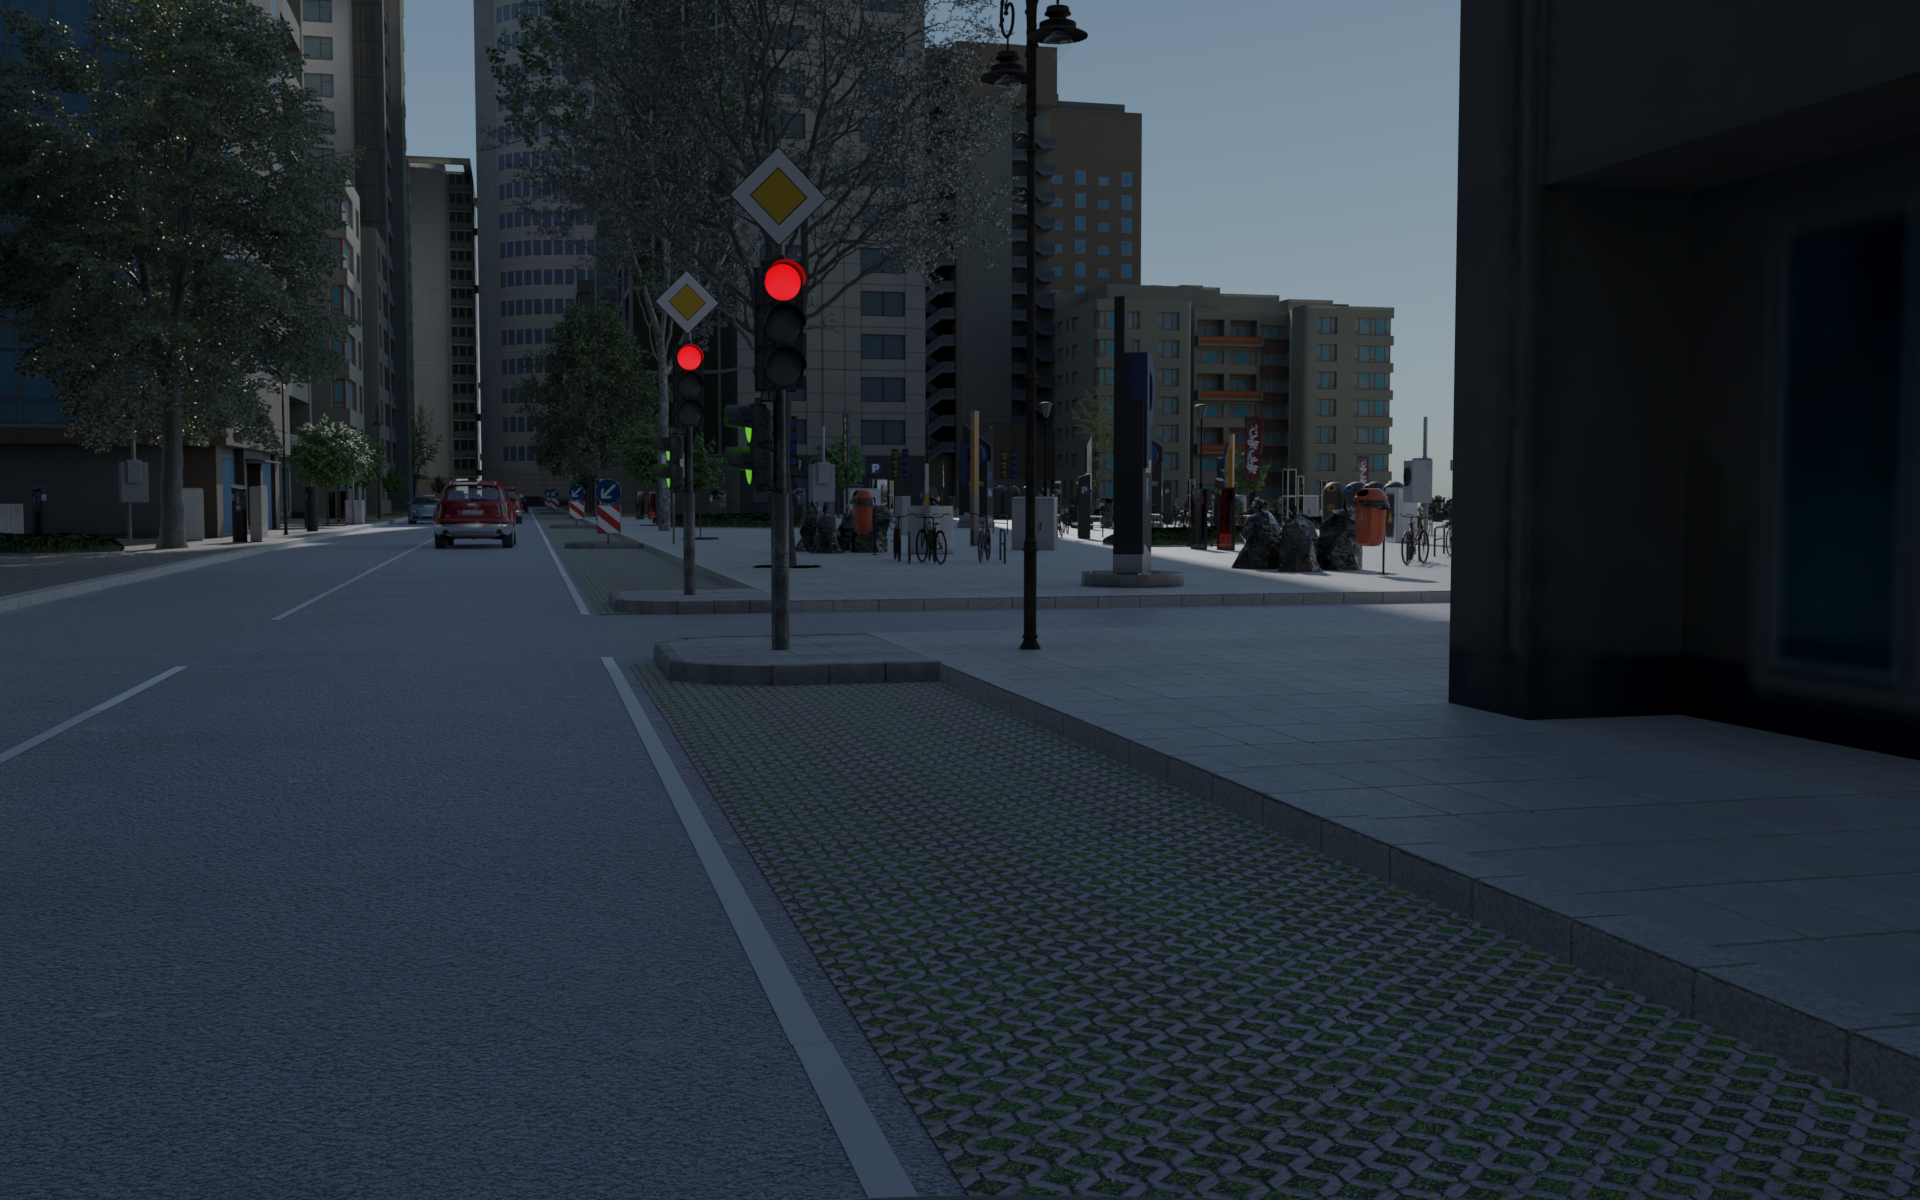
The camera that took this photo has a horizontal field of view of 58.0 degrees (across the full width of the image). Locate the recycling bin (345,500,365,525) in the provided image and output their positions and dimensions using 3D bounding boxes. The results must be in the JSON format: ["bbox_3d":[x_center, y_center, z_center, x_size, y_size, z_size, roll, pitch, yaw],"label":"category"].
[{"bbox_3d":[-25.548,-3.704,73.107,0.722,1.027,0.722,-1,4,-15],"label":"recycling bin"}]

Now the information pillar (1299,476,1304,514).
[{"bbox_3d":[13.671,-4.000,69.898,0.304,2.012,0.304,-2,4,-26],"label":"information pillar"}]

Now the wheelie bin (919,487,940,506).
[{"bbox_3d":[-1.459,-4.505,81.559,0.980,1.594,0.693,-1,4,-20],"label":"wheelie bin"}]

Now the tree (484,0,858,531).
[{"bbox_3d":[-8.843,-12.468,59.742,12.611,20.169,13.585,0,3,0],"label":"tree"}]

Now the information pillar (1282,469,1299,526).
[{"bbox_3d":[9.640,-2.826,50.704,0.304,2.012,0.304,-1,4,-20],"label":"information pillar"}]

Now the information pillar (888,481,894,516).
[{"bbox_3d":[-3.909,-5.625,96.468,0.304,2.012,0.304,3,5,40],"label":"information pillar"}]

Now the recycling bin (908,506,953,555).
[{"bbox_3d":[-0.631,-1.490,36.911,0.722,1.027,0.722,-3,5,-44],"label":"recycling bin"}]

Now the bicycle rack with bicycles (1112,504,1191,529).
[{"bbox_3d":[6.778,-3.025,62.845,2.852,0.926,2.925,-2,4,-30],"label":"bicycle rack with bicycles"}]

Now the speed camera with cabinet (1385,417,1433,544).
[{"bbox_3d":[11.647,-3.099,45.005,0.660,3.252,2.038,0,4,-5],"label":"speed camera with cabinet"}]

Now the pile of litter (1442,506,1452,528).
[{"bbox_3d":[18.811,-3.155,65.553,1.176,0.858,1.719,-1,4,-23],"label":"pile of litter"}]

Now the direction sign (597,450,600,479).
[{"bbox_3d":[-18.437,-5.900,88.454,0.379,3.537,0.876,0,4,-5],"label":"direction sign"}]

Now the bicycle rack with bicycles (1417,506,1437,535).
[{"bbox_3d":[13.830,-2.506,54.359,2.852,0.926,2.925,3,4,37],"label":"bicycle rack with bicycles"}]

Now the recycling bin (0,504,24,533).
[{"bbox_3d":[-24.499,-1.942,44.313,0.722,1.027,0.722,2,4,30],"label":"recycling bin"}]

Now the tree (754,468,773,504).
[{"bbox_3d":[-9.264,-5.403,82.936,1.663,3.219,1.824,0,3,0],"label":"tree"}]

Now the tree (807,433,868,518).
[{"bbox_3d":[-6.525,-6.665,92.686,4.285,4.588,4.351,0,3,0],"label":"tree"}]

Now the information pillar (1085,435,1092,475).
[{"bbox_3d":[5.097,-4.735,68.772,0.183,3.616,0.504,2,4,27],"label":"information pillar"}]

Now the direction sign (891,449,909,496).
[{"bbox_3d":[-3.013,-5.815,87.076,0.876,3.537,0.379,1,4,12],"label":"direction sign"}]

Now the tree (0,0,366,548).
[{"bbox_3d":[-18.756,-8.208,40.850,9.857,13.997,8.962,0,3,0],"label":"tree"}]

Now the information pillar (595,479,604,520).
[{"bbox_3d":[-17.875,-4.985,85.989,0.304,2.012,0.304,2,4,32],"label":"information pillar"}]

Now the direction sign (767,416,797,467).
[{"bbox_3d":[-5.150,-3.554,50.108,0.876,3.537,0.379,-1,4,-15],"label":"direction sign"}]

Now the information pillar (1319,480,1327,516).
[{"bbox_3d":[18.750,-5.196,89.441,0.304,2.012,0.304,-1,4,-9],"label":"information pillar"}]

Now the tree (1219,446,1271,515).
[{"bbox_3d":[10.123,-4.031,60.503,1.663,3.219,1.824,0,3,0],"label":"tree"}]

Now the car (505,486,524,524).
[{"bbox_3d":[-22.533,-4.659,84.852,2.281,1.827,5.304,-1,4,-16],"label":"car"}]

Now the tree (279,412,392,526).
[{"bbox_3d":[-25.328,-5.226,69.154,4.285,4.588,4.351,0,3,0],"label":"tree"}]

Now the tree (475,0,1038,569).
[{"bbox_3d":[-3.116,-7.306,29.828,12.009,13.543,11.850,0,3,0],"label":"tree"}]

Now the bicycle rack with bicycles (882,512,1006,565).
[{"bbox_3d":[-0.203,-1.177,32.631,2.852,0.926,2.925,0,4,0],"label":"bicycle rack with bicycles"}]

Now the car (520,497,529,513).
[{"bbox_3d":[-34.202,-7.400,133.563,1.945,1.354,3.894,-1,4,-14],"label":"car"}]

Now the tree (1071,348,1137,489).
[{"bbox_3d":[7.938,-8.386,87.474,4.737,8.622,4.395,0,3,0],"label":"tree"}]

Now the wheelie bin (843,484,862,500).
[{"bbox_3d":[-3.404,-3.002,56.993,0.693,1.594,0.980,-2,4,-35],"label":"wheelie bin"}]

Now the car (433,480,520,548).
[{"bbox_3d":[-13.202,-2.363,47.312,2.281,1.827,5.304,-1,4,-13],"label":"car"}]

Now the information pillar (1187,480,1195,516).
[{"bbox_3d":[11.754,-5.115,88.121,0.304,2.012,0.304,-1,4,-15],"label":"information pillar"}]

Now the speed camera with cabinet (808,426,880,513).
[{"bbox_3d":[-3.385,-3.451,50.764,2.038,3.252,0.660,-1,4,-18],"label":"speed camera with cabinet"}]

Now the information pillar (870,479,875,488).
[{"bbox_3d":[-4.318,-5.051,87.071,0.304,2.012,0.304,-2,4,-28],"label":"information pillar"}]

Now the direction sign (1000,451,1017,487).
[{"bbox_3d":[2.539,-6.015,90.335,0.876,3.537,0.379,0,4,8],"label":"direction sign"}]

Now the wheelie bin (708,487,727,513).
[{"bbox_3d":[-11.398,-4.509,81.623,0.693,1.594,0.980,2,4,25],"label":"wheelie bin"}]

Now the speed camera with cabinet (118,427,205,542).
[{"bbox_3d":[-21.811,-3.239,47.287,2.038,3.252,0.660,-2,4,-32],"label":"speed camera with cabinet"}]

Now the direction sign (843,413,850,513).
[{"bbox_3d":[-3.189,-3.473,48.788,0.379,3.537,0.876,0,4,7],"label":"direction sign"}]

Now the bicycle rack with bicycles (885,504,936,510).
[{"bbox_3d":[-2.012,-3.000,62.431,2.852,0.926,2.925,1,4,17],"label":"bicycle rack with bicycles"}]

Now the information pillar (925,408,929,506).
[{"bbox_3d":[-0.905,-3.416,47.211,0.183,3.616,0.504,0,4,-4],"label":"information pillar"}]

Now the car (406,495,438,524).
[{"bbox_3d":[-25.791,-4.406,84.037,2.014,1.417,4.499,-1,4,-15],"label":"car"}]

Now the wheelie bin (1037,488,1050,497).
[{"bbox_3d":[4.446,-5.068,90.769,0.693,1.594,0.980,3,4,39],"label":"wheelie bin"}]
